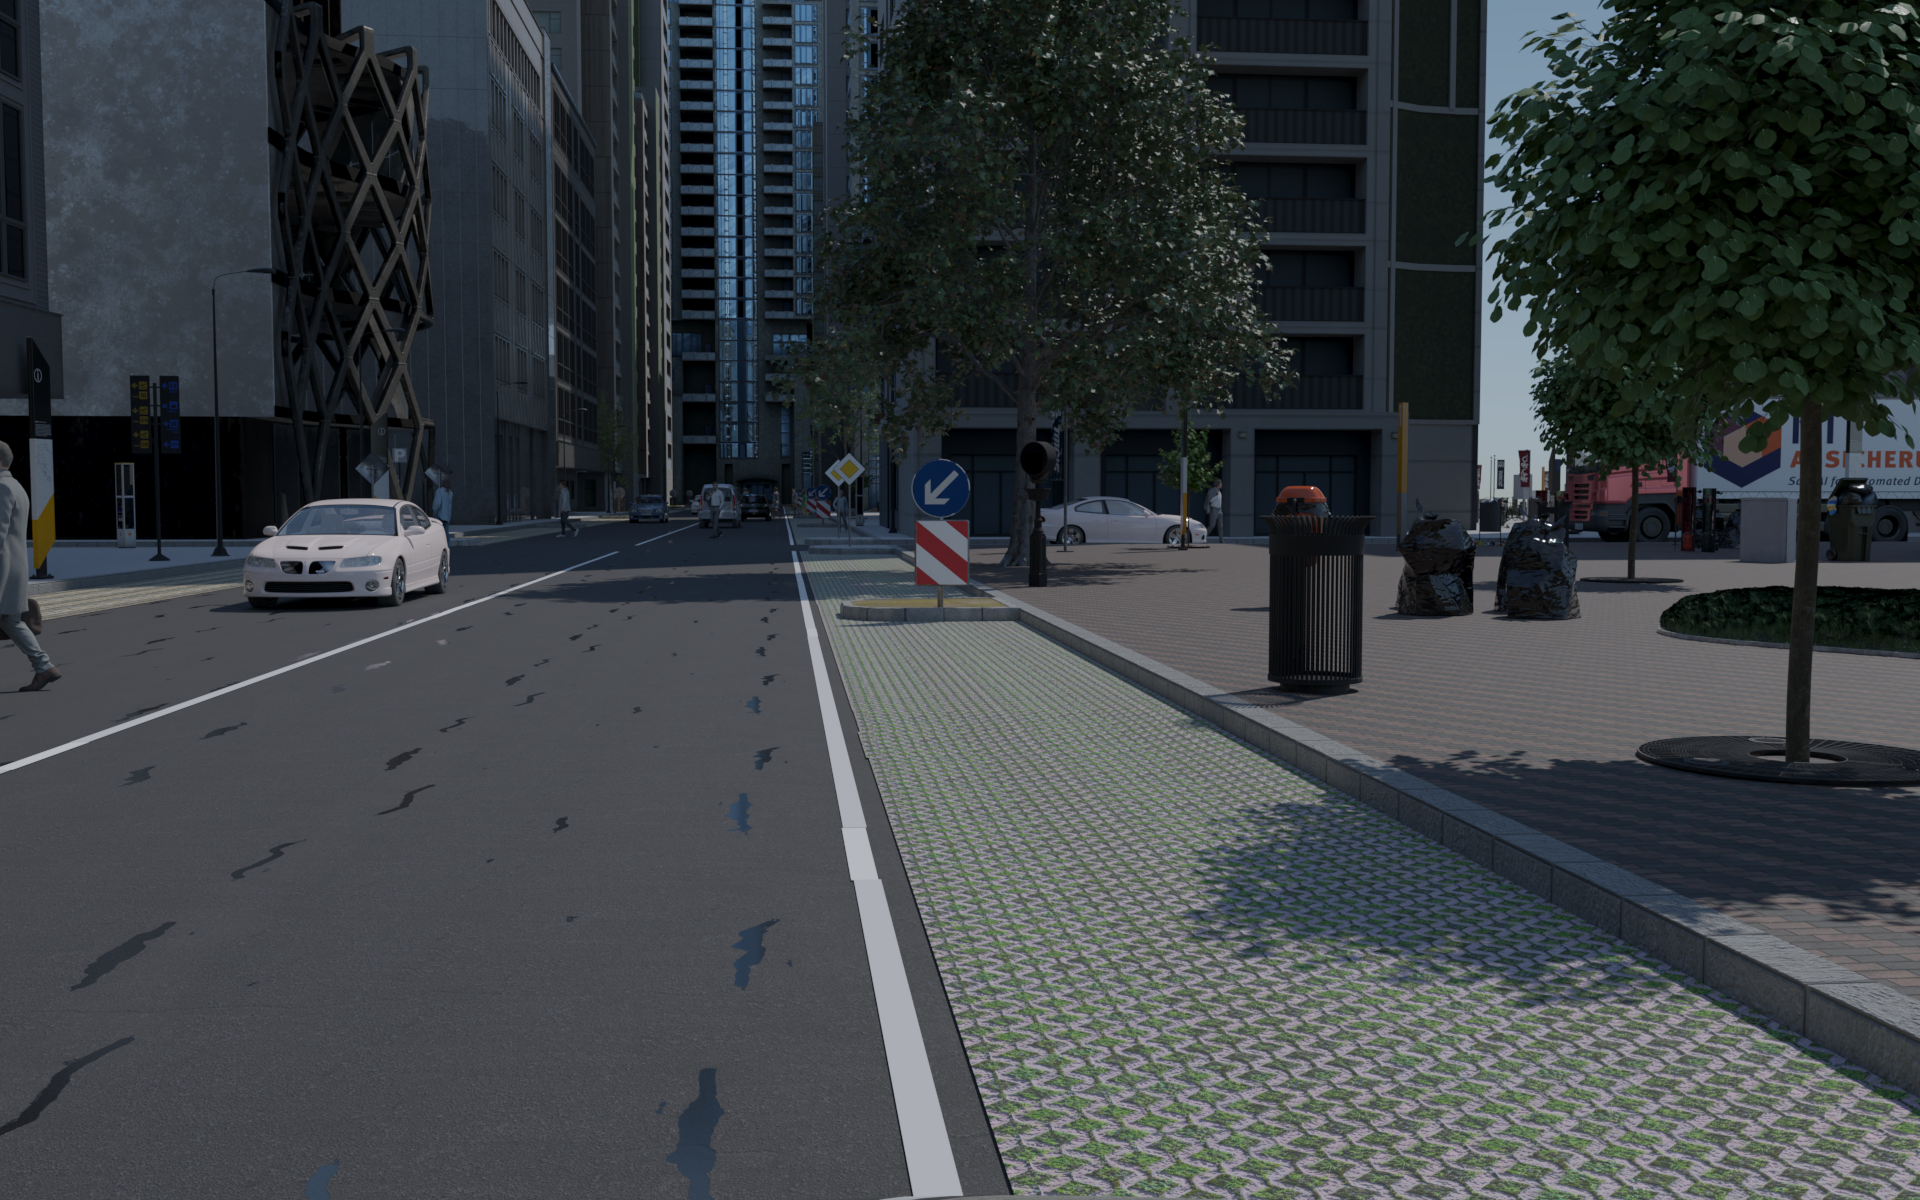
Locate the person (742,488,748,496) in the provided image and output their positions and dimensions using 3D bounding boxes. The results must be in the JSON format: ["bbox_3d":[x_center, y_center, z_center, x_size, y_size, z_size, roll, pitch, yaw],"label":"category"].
[{"bbox_3d":[-13.151,-5.920,105.481,0.721,1.800,0.419,2,4,33],"label":"person"}]

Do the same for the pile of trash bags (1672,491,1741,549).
[{"bbox_3d":[18.587,-1.993,42.330,1.912,1.369,3.447,-1,4,-13],"label":"pile of trash bags"}]

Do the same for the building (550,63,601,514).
[{"bbox_3d":[-29.706,-18.883,102.240,14.314,27.812,24.014,0,4,-6],"label":"building"}]

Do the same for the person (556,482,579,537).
[{"bbox_3d":[-13.032,-3.004,57.468,0.795,1.843,0.661,0,4,-3],"label":"person"}]

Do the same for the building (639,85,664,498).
[{"bbox_3d":[-36.588,-29.648,168.336,14.154,41.232,14.086,0,4,-6],"label":"building"}]

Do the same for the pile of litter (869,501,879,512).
[{"bbox_3d":[-5.983,-6.721,123.850,1.176,0.858,1.719,1,4,14],"label":"pile of litter"}]

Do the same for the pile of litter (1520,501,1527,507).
[{"bbox_3d":[40.154,-6.755,124.408,1.176,0.858,1.719,2,4,29],"label":"pile of litter"}]

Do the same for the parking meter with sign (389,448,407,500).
[{"bbox_3d":[-21.686,-4.298,66.527,0.543,3.016,1.738,-2,4,-30],"label":"parking meter with sign"}]

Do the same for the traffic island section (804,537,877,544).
[{"bbox_3d":[-3.486,-1.702,50.108,2.009,0.180,2.903,0,4,-6],"label":"traffic island section"}]

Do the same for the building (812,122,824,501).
[{"bbox_3d":[-9.491,-31.217,193.986,14.154,41.232,14.086,0,4,-6],"label":"building"}]

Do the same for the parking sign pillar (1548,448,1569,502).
[{"bbox_3d":[32.897,-6.571,95.907,1.447,3.967,1.447,1,4,9],"label":"parking sign pillar"}]

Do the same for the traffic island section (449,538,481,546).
[{"bbox_3d":[-14.719,-1.631,48.955,2.009,0.180,2.903,0,4,-6],"label":"traffic island section"}]

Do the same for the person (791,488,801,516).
[{"bbox_3d":[-10.844,-6.412,113.462,0.853,1.813,0.709,-3,5,-41],"label":"person"}]

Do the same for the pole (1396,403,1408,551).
[{"bbox_3d":[9.905,-2.749,38.783,0.158,3.312,0.155,0,3,0],"label":"pole"}]

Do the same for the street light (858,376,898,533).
[{"bbox_3d":[-2.728,-5.132,56.450,1.470,5.913,1.316,0,4,-6],"label":"street light"}]

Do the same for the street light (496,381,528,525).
[{"bbox_3d":[-18.465,-6.042,71.331,1.470,5.913,1.316,0,4,-6],"label":"street light"}]

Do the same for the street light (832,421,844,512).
[{"bbox_3d":[-5.059,-6.524,79.215,1.470,5.913,1.316,0,4,-6],"label":"street light"}]

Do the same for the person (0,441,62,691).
[{"bbox_3d":[-6.910,-0.233,12.416,0.767,1.812,0.694,-1,4,-18],"label":"person"}]

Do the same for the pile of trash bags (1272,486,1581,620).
[{"bbox_3d":[5.104,-0.569,19.056,3.447,1.369,1.912,2,4,28],"label":"pile of trash bags"}]

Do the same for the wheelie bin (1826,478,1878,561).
[{"bbox_3d":[17.104,-1.545,33.167,0.980,1.594,0.693,-1,4,-20],"label":"wheelie bin"}]

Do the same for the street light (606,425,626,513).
[{"bbox_3d":[-23.213,-8.835,116.987,1.470,5.913,1.316,0,4,-6],"label":"street light"}]

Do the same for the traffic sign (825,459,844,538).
[{"bbox_3d":[-3.509,-2.837,50.028,0.795,2.450,0.064,0,4,-6],"label":"traffic sign"}]

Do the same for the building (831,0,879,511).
[{"bbox_3d":[-0.262,-50.723,141.990,22.319,86.520,31.000,0,4,-6],"label":"building"}]

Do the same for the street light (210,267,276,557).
[{"bbox_3d":[-14.723,-3.857,35.602,1.470,5.913,1.316,0,4,-6],"label":"street light"}]

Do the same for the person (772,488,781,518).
[{"bbox_3d":[-10.840,-5.739,102.423,0.778,1.811,0.616,2,4,35],"label":"person"}]

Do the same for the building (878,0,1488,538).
[{"bbox_3d":[7.868,-37.997,59.499,20.611,71.187,20.563,0,4,-6],"label":"building"}]

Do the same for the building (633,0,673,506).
[{"bbox_3d":[-45.609,-39.397,186.140,28.212,58.520,21.231,0,4,-6],"label":"building"}]

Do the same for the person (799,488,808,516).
[{"bbox_3d":[-9.956,-6.253,110.986,0.529,1.795,0.600,-3,4,-36],"label":"person"}]

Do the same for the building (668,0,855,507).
[{"bbox_3d":[-29.563,-55.304,216.890,31.000,86.520,22.319,0,4,-6],"label":"building"}]

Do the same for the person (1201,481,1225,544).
[{"bbox_3d":[6.973,-2.379,47.502,0.850,1.850,0.679,2,4,32],"label":"person"}]

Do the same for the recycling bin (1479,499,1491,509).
[{"bbox_3d":[28.335,-4.991,94.160,0.722,1.027,0.722,-3,4,-36],"label":"recycling bin"}]

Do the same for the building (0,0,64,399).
[{"bbox_3d":[-20.186,-13.562,15.251,14.314,27.812,24.014,0,4,-6],"label":"building"}]

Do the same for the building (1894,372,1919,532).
[{"bbox_3d":[34.948,-23.036,60.235,14.086,41.232,14.154,0,4,-6],"label":"building"}]

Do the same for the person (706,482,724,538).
[{"bbox_3d":[-8.003,-2.933,56.556,0.679,1.850,0.850,2,4,23],"label":"person"}]

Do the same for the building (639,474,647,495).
[{"bbox_3d":[-43.606,-27.870,147.550,32.217,40.220,23.993,0,4,-6],"label":"building"}]

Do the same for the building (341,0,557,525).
[{"bbox_3d":[-26.149,-16.012,79.820,12.078,24.808,19.932,0,4,-6],"label":"building"}]

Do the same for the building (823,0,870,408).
[{"bbox_3d":[-3.098,-38.583,172.823,21.231,58.520,28.212,0,4,-6],"label":"building"}]

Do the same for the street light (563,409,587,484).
[{"bbox_3d":[-20.970,-7.442,94.213,1.470,5.913,1.316,0,4,-6],"label":"street light"}]

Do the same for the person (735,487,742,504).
[{"bbox_3d":[-11.457,-4.901,88.808,0.661,1.801,0.590,1,4,22],"label":"person"}]

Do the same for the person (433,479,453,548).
[{"bbox_3d":[-12.108,-1.947,40.603,0.793,1.790,0.793,-1,4,-10],"label":"person"}]

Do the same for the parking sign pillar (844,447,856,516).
[{"bbox_3d":[-6.378,-6.826,100.070,1.447,3.967,1.447,-1,4,-15],"label":"parking sign pillar"}]

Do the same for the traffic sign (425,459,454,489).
[{"bbox_3d":[-14.696,-2.768,48.896,0.795,2.450,0.064,0,4,-6],"label":"traffic sign"}]

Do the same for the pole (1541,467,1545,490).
[{"bbox_3d":[43.498,-8.281,129.240,0.158,3.312,0.155,0,3,0],"label":"pole"}]

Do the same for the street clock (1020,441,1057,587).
[{"bbox_3d":[1.079,-1.185,23.949,0.471,2.002,0.358,3,4,38],"label":"street clock"}]

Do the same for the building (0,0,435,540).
[{"bbox_3d":[-26.122,-11.529,55.958,16.820,18.784,16.811,0,4,-6],"label":"building"}]

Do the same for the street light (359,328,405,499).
[{"bbox_3d":[-16.221,-4.649,48.556,1.470,5.913,1.316,0,4,-6],"label":"street light"}]

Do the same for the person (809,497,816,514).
[{"bbox_3d":[-10.741,-7.091,125.902,0.593,1.643,0.415,-1,4,-13],"label":"person"}]

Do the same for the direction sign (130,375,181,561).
[{"bbox_3d":[-15.381,-2.518,33.173,0.876,3.537,0.379,-1,4,-9],"label":"direction sign"}]

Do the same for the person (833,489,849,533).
[{"bbox_3d":[-4.382,-3.270,63.778,0.589,1.601,0.330,0,4,-7],"label":"person"}]

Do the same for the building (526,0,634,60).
[{"bbox_3d":[-31.840,-27.258,129.255,14.154,41.232,14.086,0,4,-6],"label":"building"}]

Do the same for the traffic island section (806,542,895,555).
[{"bbox_3d":[-2.665,-1.216,42.165,2.009,0.180,2.903,0,4,-6],"label":"traffic island section"}]
